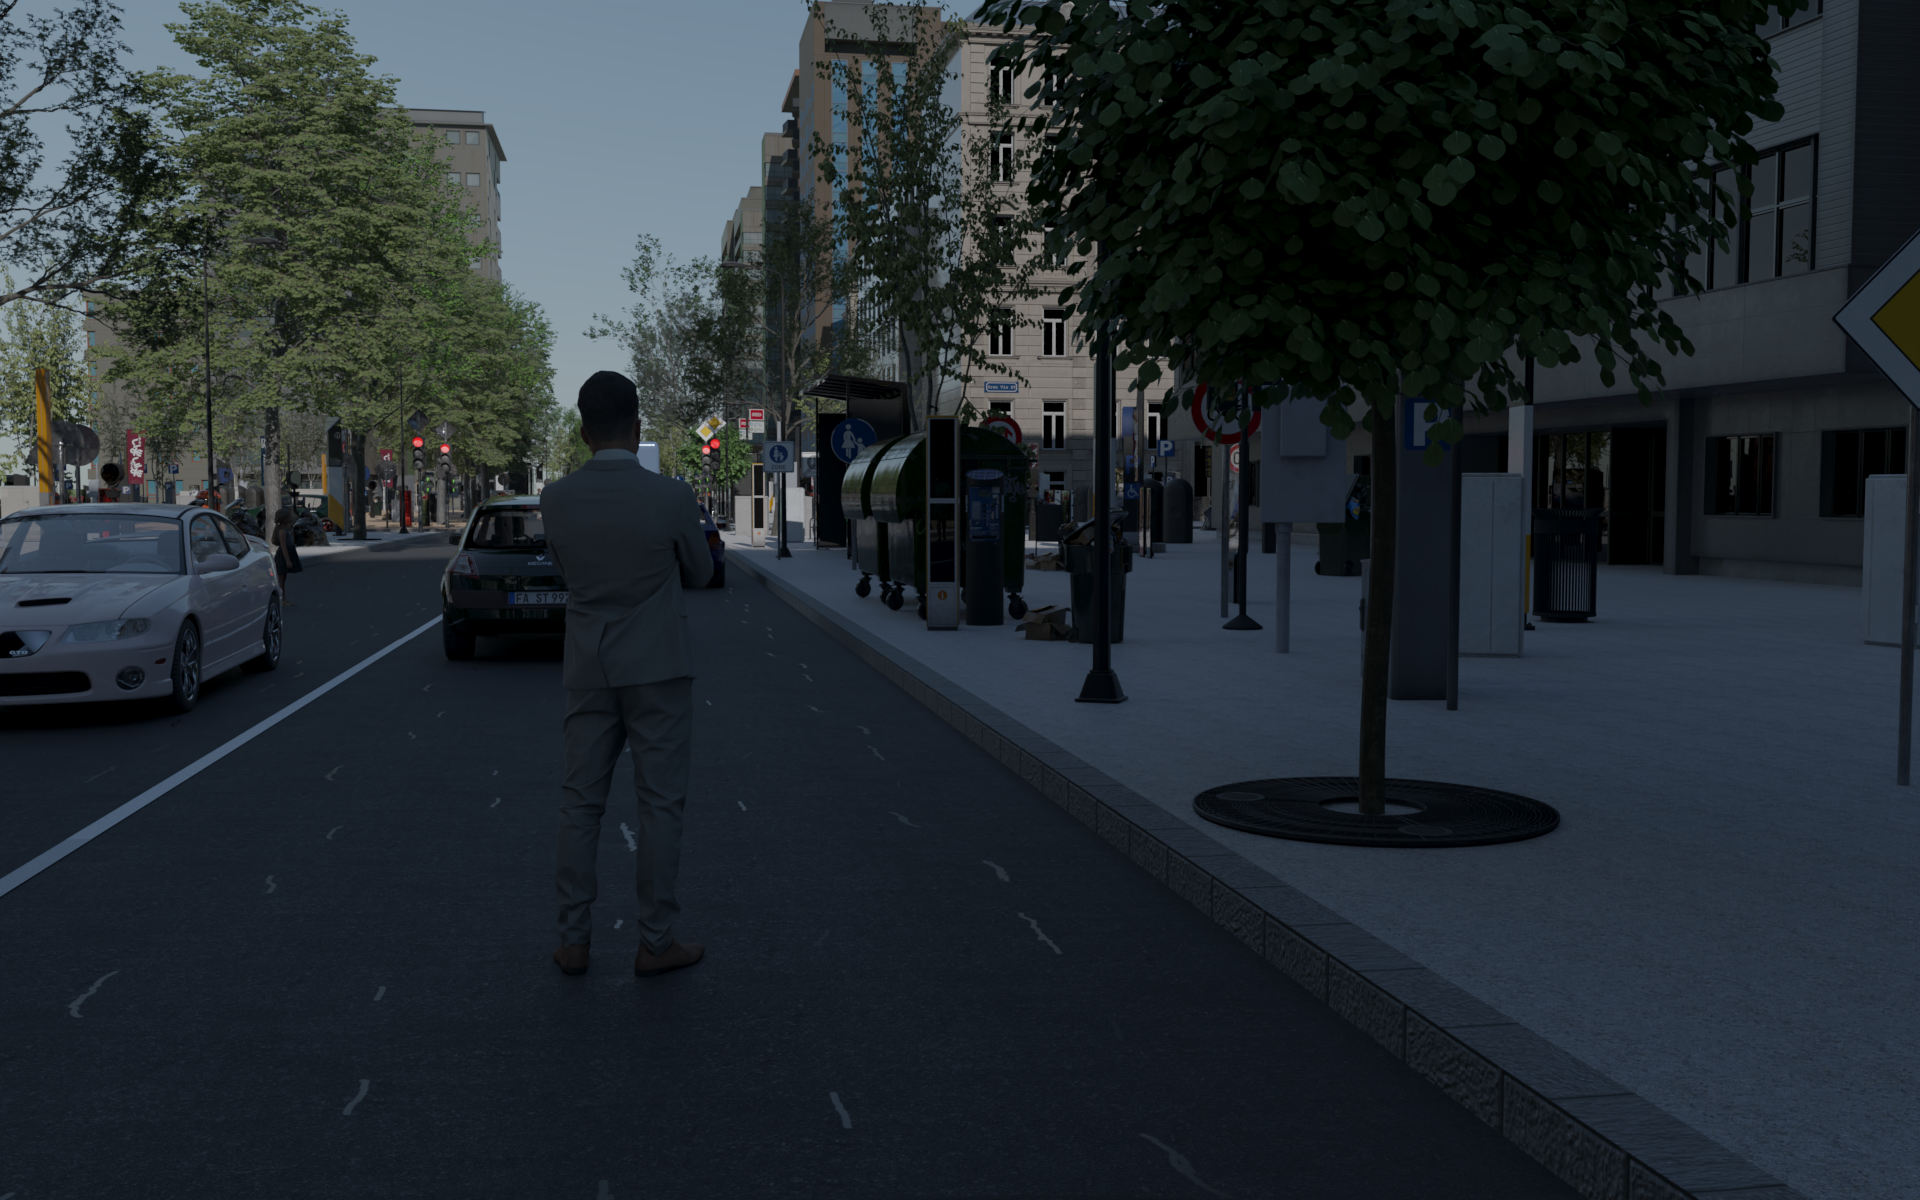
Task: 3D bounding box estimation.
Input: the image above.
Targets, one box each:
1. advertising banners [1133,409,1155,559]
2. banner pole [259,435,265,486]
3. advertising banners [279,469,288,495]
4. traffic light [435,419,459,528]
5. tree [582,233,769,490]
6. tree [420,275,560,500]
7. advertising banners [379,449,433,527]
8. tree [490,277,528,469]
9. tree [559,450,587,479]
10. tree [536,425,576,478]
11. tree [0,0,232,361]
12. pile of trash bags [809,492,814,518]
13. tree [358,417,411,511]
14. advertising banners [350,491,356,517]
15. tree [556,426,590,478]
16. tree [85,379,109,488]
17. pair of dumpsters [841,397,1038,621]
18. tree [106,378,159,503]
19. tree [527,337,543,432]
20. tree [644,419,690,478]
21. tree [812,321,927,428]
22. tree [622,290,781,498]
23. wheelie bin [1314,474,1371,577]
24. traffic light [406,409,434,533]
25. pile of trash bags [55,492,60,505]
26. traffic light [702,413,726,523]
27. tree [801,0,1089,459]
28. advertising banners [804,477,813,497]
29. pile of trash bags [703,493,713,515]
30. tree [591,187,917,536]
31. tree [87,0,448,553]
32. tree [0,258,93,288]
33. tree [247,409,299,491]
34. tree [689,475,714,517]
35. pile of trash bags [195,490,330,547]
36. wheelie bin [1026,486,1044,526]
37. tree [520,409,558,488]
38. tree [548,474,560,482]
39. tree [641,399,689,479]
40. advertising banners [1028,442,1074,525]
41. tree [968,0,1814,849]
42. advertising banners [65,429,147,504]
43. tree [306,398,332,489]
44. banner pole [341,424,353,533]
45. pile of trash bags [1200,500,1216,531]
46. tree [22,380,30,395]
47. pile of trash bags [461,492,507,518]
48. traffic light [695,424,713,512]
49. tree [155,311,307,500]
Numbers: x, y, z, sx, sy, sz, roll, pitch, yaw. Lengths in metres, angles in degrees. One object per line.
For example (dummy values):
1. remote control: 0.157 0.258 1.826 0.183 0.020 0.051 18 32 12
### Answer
1. advertising banners: 3.714 -2.385 35.178 0.090 3.025 2.074 0 4 -5
2. banner pole: -26.056 -4.607 65.339 0.401 3.779 0.863 2 4 24
3. advertising banners: -47.024 -7.597 120.397 0.090 3.025 2.074 0 4 -7
4. traffic light: -19.235 -4.649 64.928 0.839 4.253 0.868 -1 4 -10
5. tree: -20.669 -16.577 126.928 12.611 20.169 13.585 0 3 0
6. tree: -27.350 -11.813 99.798 9.857 13.997 8.962 0 3 0
7. advertising banners: -21.629 -4.368 67.608 2.074 3.025 0.090 -3 5 -40
8. tree: -22.212 -9.436 72.413 7.486 12.596 7.792 0 3 0
9. tree: -59.615 -21.992 276.570 9.611 12.733 9.660 0 3 0
10. tree: -41.624 -13.925 178.032 4.737 8.622 4.395 0 3 0
11. tree: -13.579 -5.427 23.151 7.601 10.594 8.767 -1 4 -23
12. pile of trash bags: -8.388 -5.237 95.384 1.912 1.369 3.447 0 4 7
13. tree: -43.927 -11.149 132.644 4.360 8.622 3.978 0 3 0
14. advertising banners: -34.805 -6.285 98.953 0.090 3.025 2.074 -2 4 -31
15. tree: -50.810 -18.199 231.964 7.601 10.594 8.767 -1 4 -11
16. tree: -51.644 -9.535 106.263 4.360 8.622 3.978 0 3 0
17. pair of dumpsters: -0.301 -1.042 19.523 1.574 2.255 4.437 -1 4 -11
18. tree: -44.507 -8.930 96.376 4.360 8.622 3.978 0 3 0
19. tree: -24.962 -10.448 88.954 7.486 12.596 7.792 0 3 0
20. tree: -25.232 -12.316 151.729 4.737 8.622 4.395 0 3 0
21. tree: -3.632 -7.485 72.748 4.360 8.622 3.978 0 3 0
22. tree: -15.783 -11.863 104.330 12.009 13.543 11.850 0 3 0
23. wheelie bin: 6.000 -1.183 27.246 0.693 1.594 0.980 -3 4 -36
24. traffic light: -17.789 -4.168 57.075 0.839 4.253 0.868 -1 4 -10
25. pile of trash bags: -39.976 -4.051 75.994 1.912 1.369 3.447 -3 4 -38
26. traffic light: -8.339 -4.275 58.825 0.839 4.253 0.868 -1 4 -10
27. tree: -0.395 -4.520 24.268 4.737 8.622 4.395 0 3 0
28. advertising banners: -8.635 -6.238 98.173 0.090 3.025 2.074 1 4 17
29. pile of trash bags: -16.374 -6.755 120.197 1.912 1.369 3.447 1 4 20
30. tree: -5.363 -7.233 52.674 7.601 10.594 8.767 2 4 27
31. tree: -14.722 -7.329 37.962 7.486 12.596 7.792 0 3 0
32. tree: -28.071 -6.258 52.686 4.737 8.622 4.395 0 3 0
33. tree: -51.431 -11.025 130.623 4.737 8.622 4.395 0 3 0
34. tree: -14.212 -6.149 95.140 1.663 3.219 1.824 0 3 0
35. pile of trash bags: -17.018 -1.959 41.784 1.912 1.369 3.447 1 4 22
36. wheelie bin: 2.882 -3.777 69.659 0.980 1.594 0.693 1 4 9
37. tree: -36.421 -12.142 148.881 4.360 8.622 3.978 0 3 0
38. tree: -36.219 -9.761 154.197 1.663 3.219 1.824 0 3 0
39. tree: -34.698 -17.641 206.563 7.486 12.596 7.792 0 3 0
40. advertising banners: 3.020 -3.790 58.152 0.090 3.025 2.074 -3 5 -44
41. tree: 1.598 -1.410 6.775 4.285 4.588 4.351 0 3 0
42. advertising banners: -22.812 -3.065 46.300 2.074 3.025 0.090 -2 4 -28
43. tree: -40.008 -9.561 106.688 4.360 8.622 3.978 0 3 0
44. banner pole: -20.154 -4.087 56.838 0.401 3.779 0.863 0 4 -3
45. pile of trash bags: 9.314 -3.113 60.654 1.912 1.369 3.447 1 4 16
46. tree: -40.776 -7.381 71.040 4.360 8.622 3.978 0 3 0
47. pile of trash bags: -25.668 -5.171 94.299 3.447 1.369 1.912 3 5 43
48. traffic light: -9.785 -4.756 66.678 0.839 4.253 0.868 -1 4 -10
49. tree: -29.157 -7.285 69.473 4.360 8.622 3.978 0 3 0
